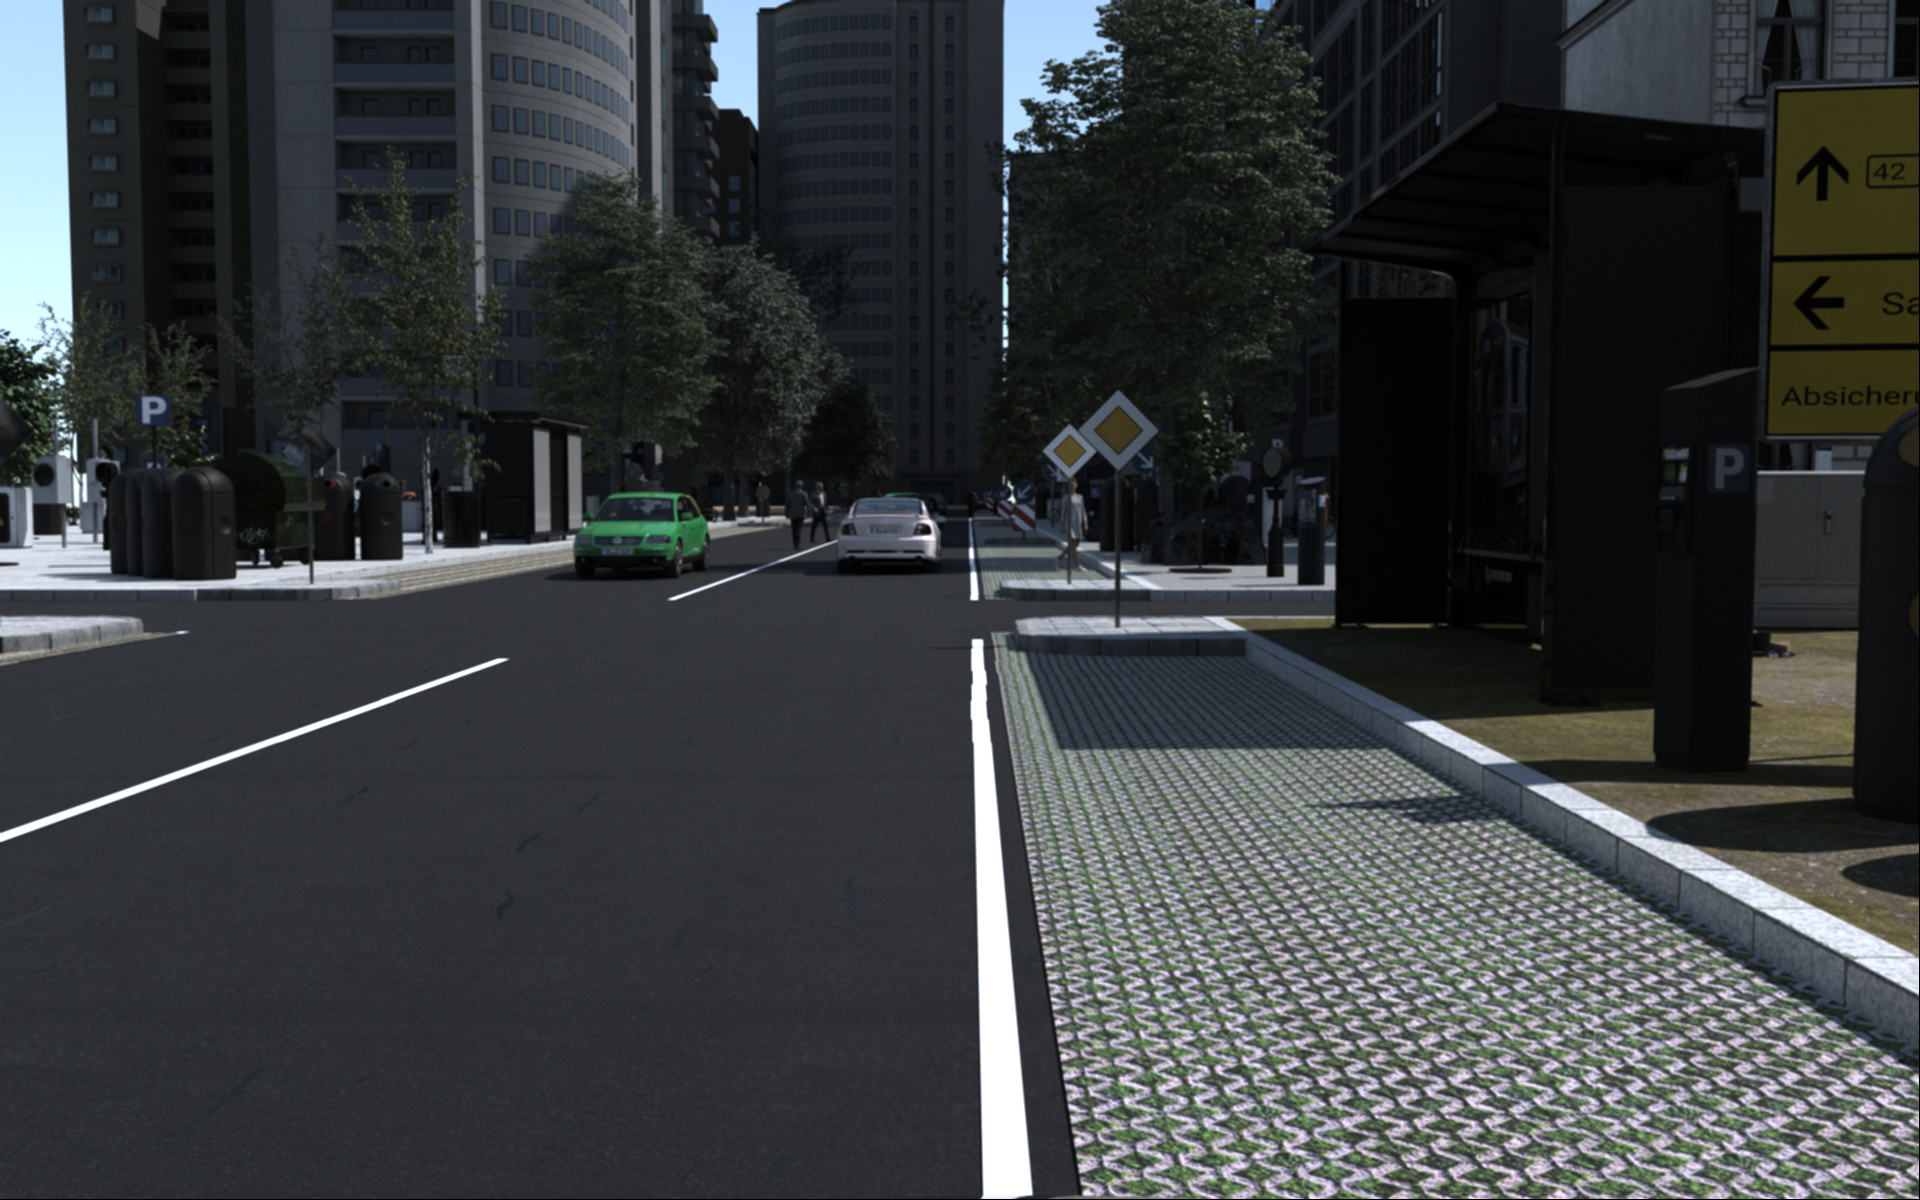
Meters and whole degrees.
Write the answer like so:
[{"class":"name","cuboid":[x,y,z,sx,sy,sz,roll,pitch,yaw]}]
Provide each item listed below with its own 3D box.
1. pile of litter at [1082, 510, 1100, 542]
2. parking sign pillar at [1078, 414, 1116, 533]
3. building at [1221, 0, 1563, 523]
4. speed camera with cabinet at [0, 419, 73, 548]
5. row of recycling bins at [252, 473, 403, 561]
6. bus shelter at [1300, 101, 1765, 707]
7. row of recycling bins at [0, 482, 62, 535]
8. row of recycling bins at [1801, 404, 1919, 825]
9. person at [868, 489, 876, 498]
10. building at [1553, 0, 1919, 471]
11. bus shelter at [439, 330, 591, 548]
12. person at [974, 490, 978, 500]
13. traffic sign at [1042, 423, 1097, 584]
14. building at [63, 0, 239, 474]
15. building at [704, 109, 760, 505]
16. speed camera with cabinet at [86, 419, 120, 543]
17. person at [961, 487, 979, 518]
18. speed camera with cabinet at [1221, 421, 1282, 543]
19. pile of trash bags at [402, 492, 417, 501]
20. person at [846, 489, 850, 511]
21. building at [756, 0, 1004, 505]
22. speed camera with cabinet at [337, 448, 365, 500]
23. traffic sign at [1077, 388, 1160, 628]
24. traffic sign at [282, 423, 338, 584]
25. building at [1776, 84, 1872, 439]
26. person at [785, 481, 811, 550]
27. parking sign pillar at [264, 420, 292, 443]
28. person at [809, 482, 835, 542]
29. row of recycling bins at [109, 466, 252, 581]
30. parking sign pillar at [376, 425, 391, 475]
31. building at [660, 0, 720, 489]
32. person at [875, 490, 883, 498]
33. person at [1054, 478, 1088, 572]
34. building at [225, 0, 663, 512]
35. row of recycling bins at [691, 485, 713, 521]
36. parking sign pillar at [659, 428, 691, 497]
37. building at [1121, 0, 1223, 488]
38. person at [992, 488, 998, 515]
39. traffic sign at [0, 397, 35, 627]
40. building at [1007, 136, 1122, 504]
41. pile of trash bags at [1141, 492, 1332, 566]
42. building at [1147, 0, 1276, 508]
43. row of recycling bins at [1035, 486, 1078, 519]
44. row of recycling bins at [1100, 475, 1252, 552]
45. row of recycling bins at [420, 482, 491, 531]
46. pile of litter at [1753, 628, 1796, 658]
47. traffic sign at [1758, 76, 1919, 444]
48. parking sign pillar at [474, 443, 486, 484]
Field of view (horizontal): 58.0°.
[{"class":"pile of litter","cuboid":[3.840,-2.017,46.949,1.176,0.858,1.719,0,4,-3]},{"class":"parking sign pillar","cuboid":[4.597,-4.239,57.775,1.447,3.967,1.447,2,4,30]},{"class":"building","cuboid":[21.757,-17.943,86.871,14.314,27.812,24.014,0,4,0]},{"class":"speed camera with cabinet","cuboid":[-22.213,-2.865,41.172,2.038,3.252,0.660,1,4,9]},{"class":"row of recycling bins","cuboid":[-12.633,-1.615,33.518,3.534,1.692,1.069,-1,4,-14]},{"class":"bus shelter","cuboid":[4.084,-1.360,13.513,1.731,3.624,6.357,0,4,0]},{"class":"row of recycling bins","cuboid":[-29.910,-2.920,54.855,3.534,1.692,1.069,1,4,19]},{"class":"row of recycling bins","cuboid":[4.469,0.089,5.657,1.069,1.692,3.534,-1,4,-17]},{"class":"person","cuboid":[-6.403,-7.401,129.450,1.348,1.831,0.705,2,4,25]},{"class":"building","cuboid":[24.478,-10.744,40.288,19.286,19.102,10.561,0,4,0]},{"class":"bus shelter","cuboid":[-11.677,-4.136,45.252,2.179,5.291,8.768,0,4,0]},{"class":"person","cuboid":[1.399,-9.458,163.239,1.348,1.812,0.705,2,4,25]},{"class":"traffic sign","cuboid":[1.550,-1.280,24.567,0.795,2.450,0.064,0,4,0]},{"class":"building","cuboid":[-63.050,-32.398,153.405,21.600,48.544,21.300,0,4,0]},{"class":"building","cuboid":[-30.606,-33.717,201.384,14.200,45.320,14.600,0,4,0]},{"class":"speed camera with cabinet","cuboid":[-21.965,-3.113,45.228,2.038,3.252,0.660,2,4,32]},{"class":"person","cuboid":[0.620,-5.712,101.853,1.348,1.831,0.705,3,4,39]},{"class":"speed camera with cabinet","cuboid":[7.798,-3.184,46.396,0.660,3.252,2.038,-2,4,-26]},{"class":"pile of trash bags","cuboid":[-22.768,-4.069,76.282,3.447,1.369,1.912,-1,4,-13]},{"class":"person","cuboid":[-8.901,-7.865,137.100,0.705,1.823,1.348,-1,4,-9]},{"class":"building","cuboid":[-9.121,-40.471,203.694,28.212,58.520,21.231,0,4,0]},{"class":"speed camera with cabinet","cuboid":[-26.719,-4.974,75.653,0.660,3.252,2.038,2,4,29]},{"class":"traffic sign","cuboid":[1.510,-0.791,16.582,0.795,2.450,0.064,0,4,0]},{"class":"traffic sign","cuboid":[-9.244,-1.284,24.641,0.795,2.450,0.064,0,4,0]},{"class":"building","cuboid":[65.436,-32.371,152.959,21.600,48.544,21.300,0,4,0]},{"class":"person","cuboid":[-4.184,-2.201,44.887,0.661,1.777,0.834,0,4,5]},{"class":"parking sign pillar","cuboid":[-24.740,-4.587,63.466,1.447,3.967,1.447,2,4,35]},{"class":"person","cuboid":[-4.112,-2.592,51.277,0.834,1.777,0.661,3,4,37]},{"class":"row of recycling bins","cuboid":[-12.304,-1.211,26.916,1.069,1.692,3.534,-3,5,-44]},{"class":"parking sign pillar","cuboid":[-22.194,-4.788,66.757,1.447,3.967,1.447,-1,4,-22]},{"class":"building","cuboid":[-37.028,-32.570,152.130,30.456,49.044,23.786,0,4,0]},{"class":"person","cuboid":[-4.717,-5.565,100.965,0.415,1.643,0.593,3,4,36]},{"class":"person","cuboid":[2.035,-1.389,31.958,0.760,1.731,0.466,2,4,32]},{"class":"building","cuboid":[-32.558,-34.964,113.663,21.231,58.520,28.212,0,4,0]},{"class":"row of recycling bins","cuboid":[-13.241,-4.580,82.001,3.534,1.692,1.069,2,4,23]},{"class":"parking sign pillar","cuboid":[-11.634,-5.030,70.718,1.447,3.967,1.447,-3,5,-44]},{"class":"building","cuboid":[25.885,-32.383,153.172,21.300,48.544,21.600,0,4,0]},{"class":"person","cuboid":[2.394,-6.692,117.901,0.705,1.826,1.348,-1,4,-10]},{"class":"traffic sign","cuboid":[-9.284,-0.796,16.656,0.795,2.450,0.064,0,4,0]},{"class":"building","cuboid":[12.592,-31.637,200.855,14.086,41.232,14.154,0,4,0]},{"class":"pile of trash bags","cuboid":[5.111,-1.350,31.818,3.447,1.369,1.912,0,4,-5]},{"class":"building","cuboid":[26.522,-49.730,125.758,22.319,86.520,31.000,0,4,0]},{"class":"row of recycling bins","cuboid":[5.613,-5.037,89.474,3.534,1.692,1.069,1,4,11]},{"class":"row of recycling bins","cuboid":[4.789,-1.916,38.432,3.534,1.692,1.069,1,4,22]},{"class":"row of recycling bins","cuboid":[-17.416,-3.305,61.150,3.534,1.692,1.069,1,4,14]},{"class":"pile of litter","cuboid":[6.074,-0.023,14.340,1.176,0.858,1.719,-1,4,-14]},{"class":"traffic sign","cuboid":[5.102,-0.895,8.498,2.265,3.308,0.079,1,4,9]},{"class":"parking sign pillar","cuboid":[-19.372,-5.077,71.484,1.447,3.967,1.447,-1,4,-10]}]
